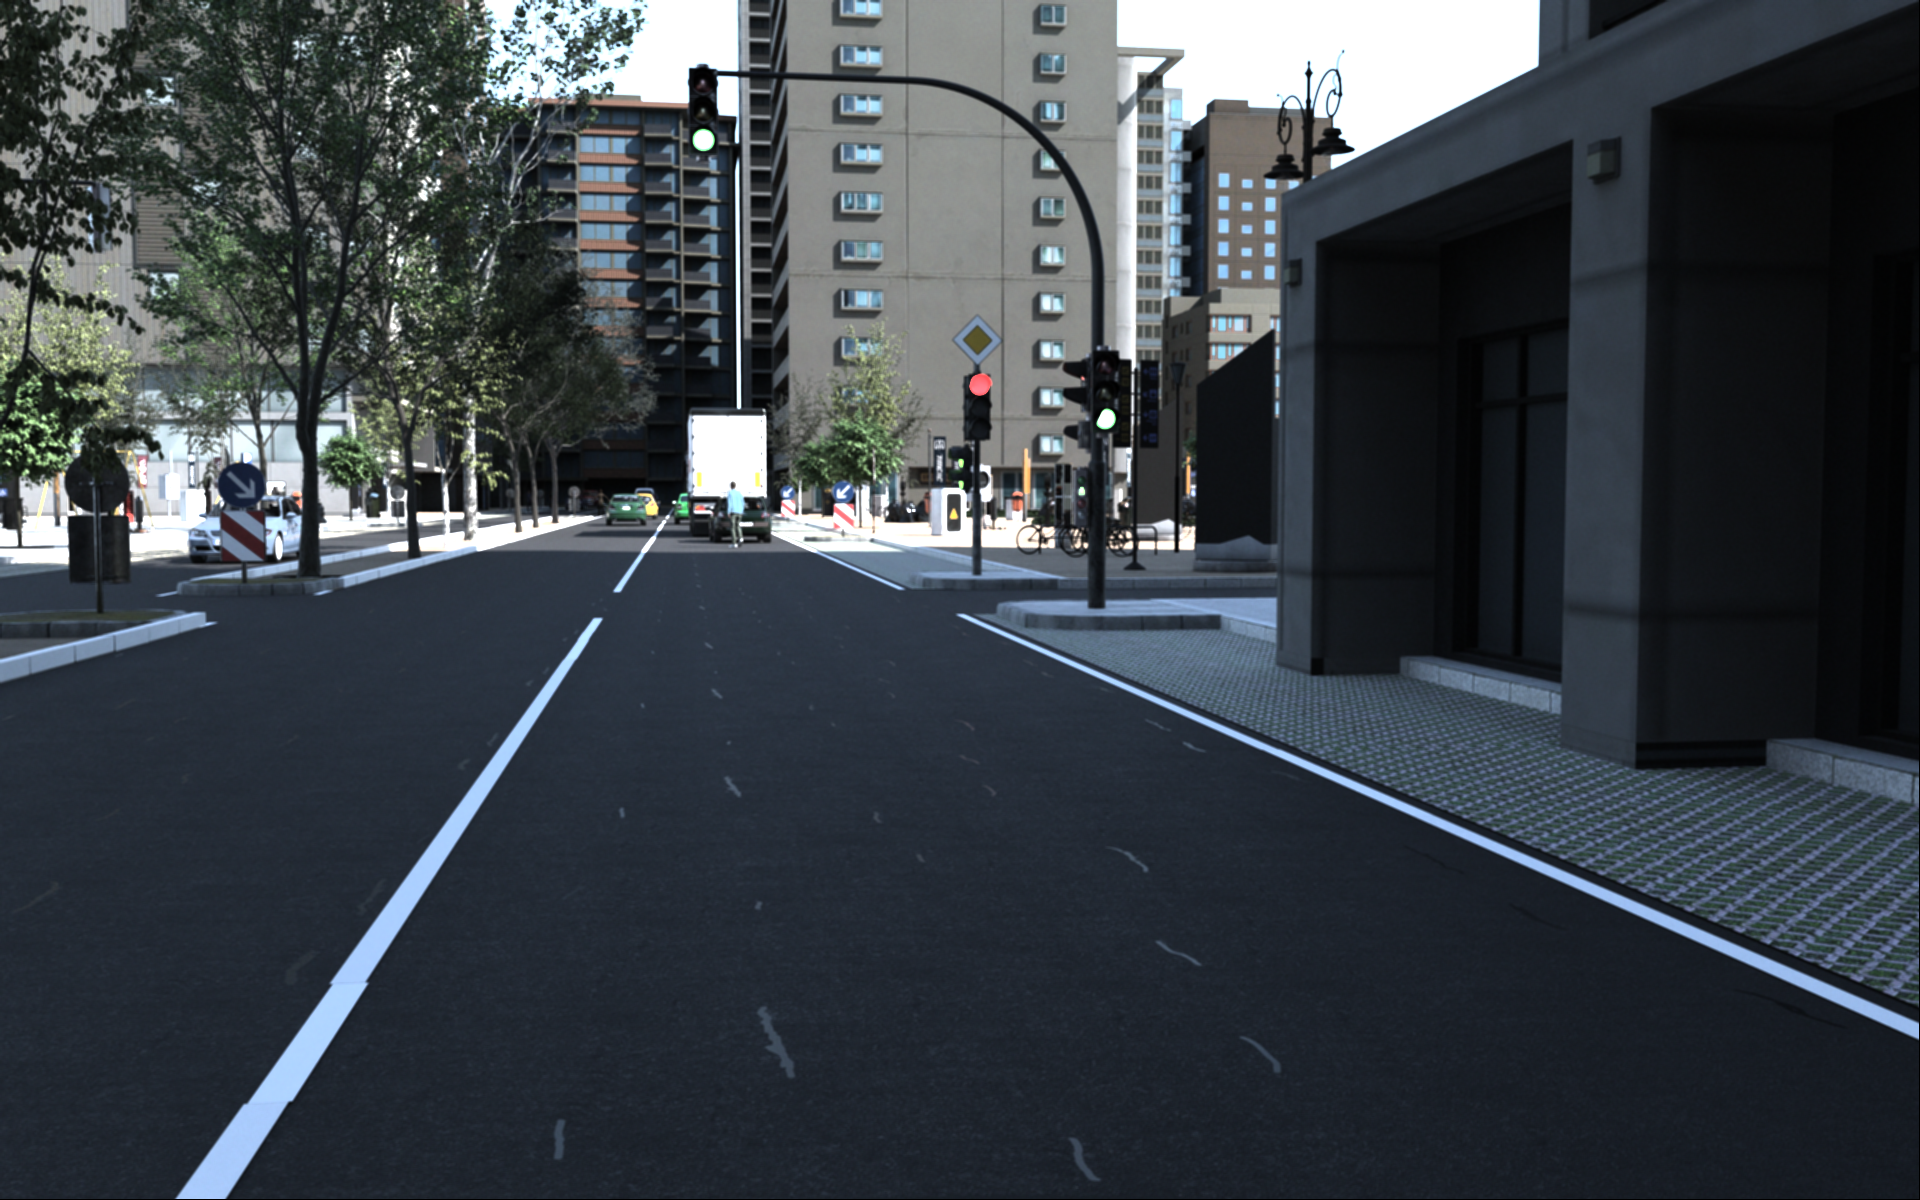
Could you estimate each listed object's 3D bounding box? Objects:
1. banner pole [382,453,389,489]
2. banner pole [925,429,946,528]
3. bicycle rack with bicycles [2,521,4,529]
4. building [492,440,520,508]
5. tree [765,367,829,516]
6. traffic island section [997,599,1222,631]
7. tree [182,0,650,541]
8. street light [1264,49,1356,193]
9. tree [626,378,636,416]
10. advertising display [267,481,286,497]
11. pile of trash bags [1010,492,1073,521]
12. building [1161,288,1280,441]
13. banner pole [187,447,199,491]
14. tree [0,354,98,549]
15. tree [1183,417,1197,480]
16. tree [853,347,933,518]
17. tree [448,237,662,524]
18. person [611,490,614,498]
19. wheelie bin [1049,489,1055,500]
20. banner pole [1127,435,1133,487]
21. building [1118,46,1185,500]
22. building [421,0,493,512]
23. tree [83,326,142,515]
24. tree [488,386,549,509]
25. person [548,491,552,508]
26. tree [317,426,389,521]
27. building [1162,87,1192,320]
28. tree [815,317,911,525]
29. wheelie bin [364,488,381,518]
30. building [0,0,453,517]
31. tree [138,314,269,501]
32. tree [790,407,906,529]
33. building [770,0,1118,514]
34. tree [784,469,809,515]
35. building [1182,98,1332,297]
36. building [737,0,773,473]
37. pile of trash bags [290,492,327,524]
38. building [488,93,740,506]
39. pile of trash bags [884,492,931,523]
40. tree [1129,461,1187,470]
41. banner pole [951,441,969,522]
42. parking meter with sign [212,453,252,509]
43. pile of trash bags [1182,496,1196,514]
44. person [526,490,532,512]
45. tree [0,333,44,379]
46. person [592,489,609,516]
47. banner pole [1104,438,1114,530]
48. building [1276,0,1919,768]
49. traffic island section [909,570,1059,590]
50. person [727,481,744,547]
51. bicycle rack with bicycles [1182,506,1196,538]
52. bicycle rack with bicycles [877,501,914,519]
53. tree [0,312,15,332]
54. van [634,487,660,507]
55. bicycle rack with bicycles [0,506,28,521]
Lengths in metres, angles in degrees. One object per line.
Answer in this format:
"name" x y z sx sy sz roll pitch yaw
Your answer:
"banner pole" -31.874 -6.496 96.223 0.401 3.779 0.863 1 4 13
"banner pole" -0.938 -4.672 66.398 0.863 3.779 0.401 0 4 2
"bicycle rack with bicycles" -36.376 -3.028 62.887 2.852 0.926 2.925 0 4 5
"building" -57.746 -51.703 158.012 31.000 86.520 22.319 -1 4 -9
"tree" -9.492 -9.187 100.578 4.360 8.622 3.978 0 3 0
"traffic island section" 1.549 0.169 19.525 2.009 0.180 2.903 -1 4 -9
"tree" -16.263 -11.898 52.877 12.611 20.169 13.585 0 3 0
"street light" 3.718 -2.804 18.629 0.468 5.910 1.993 -1 4 -9
"tree" -16.195 -7.745 63.496 8.767 10.594 7.601 -1 4 -9
"advertising display" -34.937 -5.089 88.423 0.974 1.923 0.123 -3 4 -36
"pile of trash bags" 4.096 -4.398 81.660 3.447 1.369 1.912 0 4 -5
"building" 34.570 -20.037 172.642 28.899 21.520 27.650 -1 4 -9
"banner pole" -40.610 -6.231 91.890 0.401 3.779 0.863 1 4 22
"tree" -22.255 -3.506 41.035 4.285 4.588 4.351 0 3 0
"tree" 9.255 -4.630 59.406 4.285 4.588 4.351 0 3 0
"tree" -3.594 -8.335 86.637 4.360 8.622 3.978 0 3 0
"tree" -19.328 -10.369 82.366 12.009 13.543 11.850 0 3 0
"person" -29.705 -8.549 148.292 0.705 1.821 1.348 -2 4 -24
"wheelie bin" 5.505 -5.569 98.962 0.693 1.594 0.980 -3 5 -43
"banner pole" 7.221 -5.097 73.351 0.401 3.779 0.863 2 4 30
"building" -0.117 -27.626 143.564 32.217 40.220 23.993 -1 4 -9
"building" -43.457 -29.403 130.844 14.600 45.320 14.200 -1 4 -9
"tree" -35.851 -7.552 73.845 4.360 8.622 3.978 0 3 0
"tree" -38.941 -14.011 147.209 7.486 12.596 7.792 0 3 0
"person" -39.202 -9.597 166.238 0.721 1.723 1.217 0 4 -3
"tree" -29.002 -6.021 82.150 4.285 4.588 4.351 0 3 0
"building" 10.597 -35.579 201.318 30.456 49.044 23.786 -1 4 -9
"tree" -3.949 -7.467 72.453 4.737 8.622 4.395 0 3 0
"wheelie bin" -31.518 -5.201 92.950 0.980 1.594 0.693 2 4 33
"building" -47.874 -31.780 108.842 28.713 52.752 27.495 -1 4 -9
"tree" -29.845 -7.268 69.187 4.360 8.622 3.978 0 3 0
"tree" -3.801 -4.980 65.134 4.285 4.588 4.351 0 3 0
"building" -1.812 -30.322 119.471 21.300 48.544 21.600 -1 4 -9
"tree" -9.877 -6.764 105.188 1.663 3.219 1.824 0 3 0
"building" 33.476 -33.652 200.325 14.200 45.320 14.600 -1 4 -9
"building" -14.369 -46.289 195.077 20.611 71.187 20.563 -1 4 -9
"pile of trash bags" -28.919 -4.046 75.898 1.912 1.369 3.447 -2 4 -27
"building" -39.064 -32.884 192.278 28.867 44.769 22.147 -1 4 -9
"pile of trash bags" -1.975 -4.121 77.135 1.912 1.369 3.447 -2 4 -29
"tree" 6.495 -3.705 55.176 1.663 3.219 1.824 0 3 0
"banner pole" 0.007 -5.488 79.753 0.863 3.779 0.401 1 4 13
"parking meter with sign" -30.928 -4.722 73.468 1.738 3.016 0.543 1 4 17
"pile of trash bags" 10.454 -4.150 77.606 3.447 1.369 1.912 0 4 6
"person" -33.358 -7.682 134.546 0.568 1.767 0.683 2 4 35
"tree" -45.292 -8.077 82.425 4.360 8.622 3.978 0 3 0
"person" -23.193 -6.269 111.720 1.217 1.735 0.721 -2 4 -27
"banner pole" 5.188 -4.351 61.156 0.863 3.779 0.401 1 4 22
"building" 14.317 -34.579 3.622 20.563 71.187 20.611 -1 4 -9
"traffic island section" 0.289 -0.314 27.410 2.009 0.180 2.903 -1 4 -9
"person" -6.023 -2.300 46.446 0.601 1.785 0.444 -3 4 -37
"bicycle rack with bicycles" 7.408 -2.251 50.194 2.925 0.926 2.852 -3 5 -41
"bicycle rack with bicycles" -2.948 -4.783 91.588 2.925 0.926 2.852 0 4 -3
"tree" -41.129 -7.320 70.046 4.360 8.622 3.978 0 3 0
"van" -22.071 -7.007 121.583 2.013 2.044 4.112 0 4 -8
"bicycle rack with bicycles" -51.156 -4.858 92.811 2.852 0.926 2.925 0 4 4
